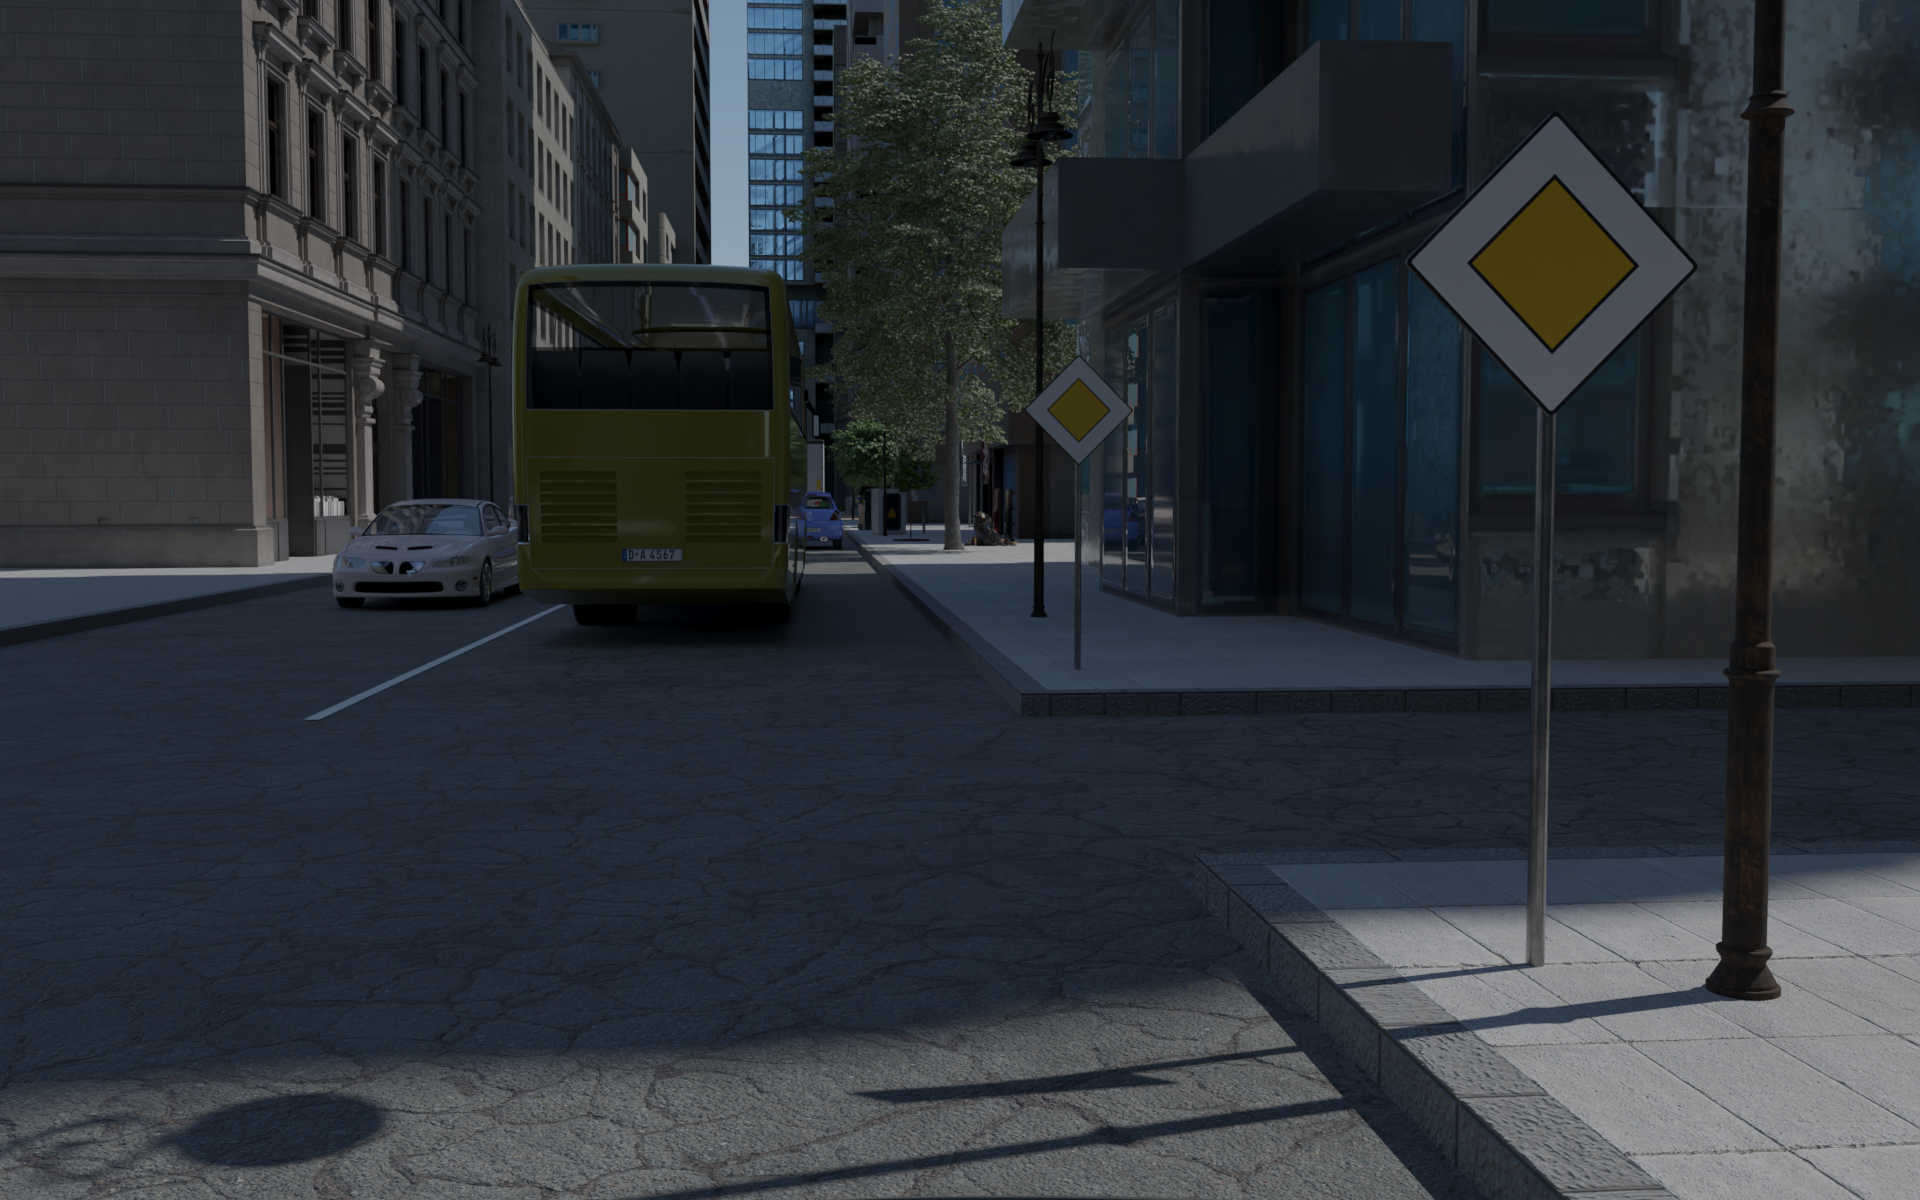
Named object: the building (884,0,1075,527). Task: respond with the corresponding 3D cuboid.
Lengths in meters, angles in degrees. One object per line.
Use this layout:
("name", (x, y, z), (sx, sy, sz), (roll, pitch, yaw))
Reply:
("building", (3.679, -26.329, 80.594), (14.600, 45.320, 14.200), (0, 4, -5))

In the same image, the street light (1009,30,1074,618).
("street light", (0.823, -2.759, 17.903), (0.468, 5.910, 1.993), (0, 4, -5))

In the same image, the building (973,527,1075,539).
("building", (7.604, -24.769, 55.078), (14.600, 45.320, 14.200), (0, 4, -5))

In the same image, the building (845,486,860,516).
("building", (8.902, -25.581, 110.130), (32.217, 40.220, 23.993), (0, 4, -5))

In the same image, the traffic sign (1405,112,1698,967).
("traffic sign", (1.564, -0.062, 4.655), (0.795, 2.450, 0.064), (0, 4, -5))

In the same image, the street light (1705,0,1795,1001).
("street light", (2.022, -1.927, 4.294), (0.468, 5.910, 1.993), (0, 4, -5))

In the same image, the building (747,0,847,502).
("building", (-10.271, -53.097, 180.805), (31.000, 86.520, 22.319), (0, 4, -5))

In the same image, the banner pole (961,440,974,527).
("banner pole", (0.251, -4.676, 66.475), (0.401, 3.779, 0.863), (2, 4, 31))

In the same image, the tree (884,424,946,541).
("tree", (-1.433, -3.216, 47.178), (1.663, 3.219, 1.824), (0, 3, 0))

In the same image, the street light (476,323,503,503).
("street light", (-12.738, -4.540, 47.017), (0.468, 5.910, 1.993), (0, 4, -5))

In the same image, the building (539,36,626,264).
("building", (-20.619, -13.915, 76.667), (9.793, 20.994, 18.267), (0, 4, -5))

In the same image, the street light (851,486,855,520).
("street light", (-5.387, -6.992, 87.109), (0.468, 5.910, 1.993), (0, 4, -5))

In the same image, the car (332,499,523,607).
("car", (-7.070, -0.679, 23.458), (2.083, 1.381, 4.827), (0, 4, -5))

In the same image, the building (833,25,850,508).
("building", (-4.331, -28.873, 155.669), (14.154, 41.232, 14.086), (0, 4, -5))

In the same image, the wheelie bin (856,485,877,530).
("wheelie bin", (-3.219, -3.296, 61.798), (0.980, 1.594, 0.693), (-2, 4, -32))

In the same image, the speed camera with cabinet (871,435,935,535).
("speed camera with cabinet", (-1.806, -3.735, 55.405), (2.038, 3.252, 0.660), (-2, 4, -29))

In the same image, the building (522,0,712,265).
("building", (-29.209, -30.628, 124.476), (21.300, 48.544, 21.600), (0, 4, -5))

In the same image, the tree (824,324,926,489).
("tree", (-3.350, -7.395, 71.263), (4.360, 8.622, 3.978), (0, 3, 0))

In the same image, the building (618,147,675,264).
("building", (-31.396, -15.582, 99.806), (27.650, 21.520, 28.899), (0, 4, -5))

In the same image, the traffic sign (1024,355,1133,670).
("traffic sign", (0.857, -0.548, 12.609), (0.795, 2.450, 0.064), (0, 4, -5))

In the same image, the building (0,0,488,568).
("building", (-16.811, -10.992, 30.630), (10.553, 20.767, 40.483), (0, 4, -5))

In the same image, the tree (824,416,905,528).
("tree", (-3.549, -5.058, 66.418), (4.285, 4.588, 4.351), (0, 3, 0))

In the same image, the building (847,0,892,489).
("building", (4.930, -33.399, 135.305), (28.713, 52.752, 27.495), (0, 4, -5))

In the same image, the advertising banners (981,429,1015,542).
("advertising banners", (0.992, -3.066, 46.317), (0.090, 3.025, 2.074), (-1, 4, -23))

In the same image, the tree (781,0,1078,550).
("tree", (-0.164, -7.396, 39.056), (7.486, 12.596, 7.792), (0, 3, 0))

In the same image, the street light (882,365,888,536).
("street light", (-2.288, -4.887, 52.688), (0.468, 5.910, 1.993), (0, 4, -5))

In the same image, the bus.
("bus", (-3.263, -1.856, 21.900), (2.896, 3.916, 12.252), (0, 4, -4))

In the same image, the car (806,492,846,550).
("car", (-3.988, -2.226, 45.981), (1.945, 1.707, 3.694), (0, 4, -5))

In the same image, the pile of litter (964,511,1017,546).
("pile of litter", (0.714, -1.789, 43.222), (1.176, 0.858, 1.719), (-2, 4, -30))

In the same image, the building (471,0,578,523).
("building", (-19.419, -12.504, 59.194), (10.420, 20.320, 16.860), (0, 4, -5))

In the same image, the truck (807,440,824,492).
("truck", (-8.884, -6.464, 94.596), (2.839, 4.237, 11.283), (0, 4, -7))

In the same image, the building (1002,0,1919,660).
("building", (15.745, -24.640, 22.473), (30.456, 49.044, 23.786), (0, 4, -5))
